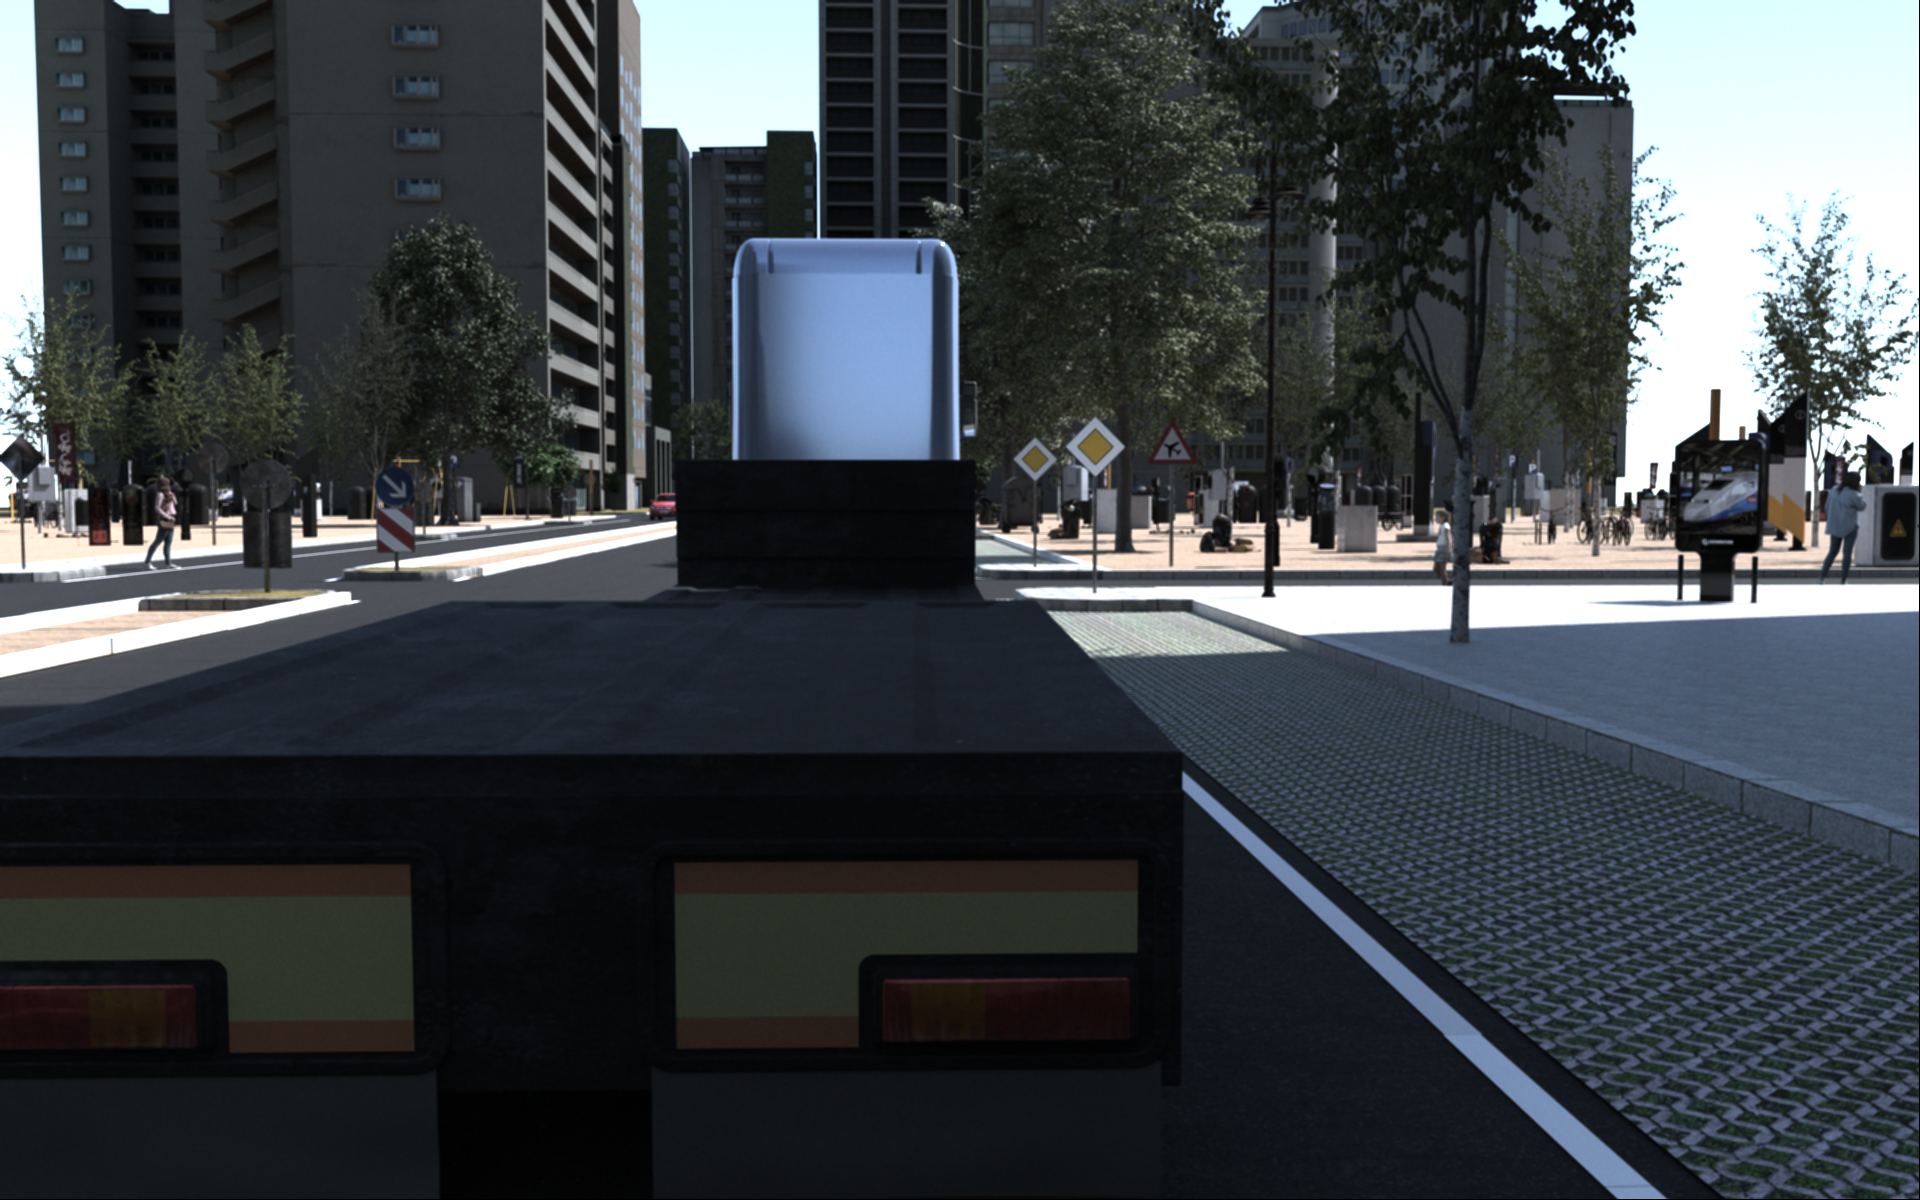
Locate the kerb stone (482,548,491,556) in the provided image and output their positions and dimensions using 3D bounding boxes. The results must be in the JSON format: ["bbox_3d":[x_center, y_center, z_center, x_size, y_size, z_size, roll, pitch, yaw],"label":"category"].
[{"bbox_3d":[-11.043,-1.086,39.966,0.120,0.150,1.000,0,4,-3],"label":"kerb stone"}]

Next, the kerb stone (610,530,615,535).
[{"bbox_3d":[-12.074,-2.277,59.427,0.120,0.150,1.000,0,4,-3],"label":"kerb stone"}]

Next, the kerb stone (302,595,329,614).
[{"bbox_3d":[-7.934,0.067,21.104,0.120,0.150,1.000,0,4,-3],"label":"kerb stone"}]

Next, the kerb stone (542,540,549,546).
[{"bbox_3d":[-11.419,-1.526,47.138,0.120,0.150,1.000,0,4,-3],"label":"kerb stone"}]

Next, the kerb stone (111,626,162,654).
[{"bbox_3d":[-7.659,0.380,15.985,0.120,0.150,1.000,0,4,-3],"label":"kerb stone"}]

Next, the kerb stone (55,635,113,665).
[{"bbox_3d":[-7.618,0.443,14.956,0.120,0.150,1.000,0,4,-3],"label":"kerb stone"}]

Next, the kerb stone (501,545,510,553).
[{"bbox_3d":[-11.150,-1.212,42.014,0.120,0.150,1.000,0,4,-3],"label":"kerb stone"}]

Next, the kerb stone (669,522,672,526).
[{"bbox_3d":[-13.006,-3.334,76.825,0.120,0.150,1.000,0,4,-3],"label":"kerb stone"}]

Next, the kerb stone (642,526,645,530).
[{"bbox_3d":[-12.513,-2.778,67.613,0.120,0.150,1.000,0,4,-3],"label":"kerb stone"}]

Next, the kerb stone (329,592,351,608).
[{"bbox_3d":[-7.994,0.006,22.124,0.120,0.150,1.000,0,4,-3],"label":"kerb stone"}]

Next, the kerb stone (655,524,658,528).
[{"bbox_3d":[-12.734,-3.021,71.698,0.120,0.150,1.000,0,4,-3],"label":"kerb stone"}]

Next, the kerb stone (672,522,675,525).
[{"bbox_3d":[-13.054,-3.404,77.846,0.120,0.150,1.000,0,4,-3],"label":"kerb stone"}]

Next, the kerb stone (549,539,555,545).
[{"bbox_3d":[-11.472,-1.588,48.167,0.120,0.150,1.000,0,4,-3],"label":"kerb stone"}]

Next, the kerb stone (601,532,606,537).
[{"bbox_3d":[-11.964,-2.152,57.382,0.120,0.150,1.000,0,4,-3],"label":"kerb stone"}]

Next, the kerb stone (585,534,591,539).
[{"bbox_3d":[-11.807,-1.965,54.319,0.120,0.150,1.000,0,4,-3],"label":"kerb stone"}]

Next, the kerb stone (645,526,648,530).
[{"bbox_3d":[-12.572,-2.839,68.634,0.120,0.150,1.000,0,4,-3],"label":"kerb stone"}]

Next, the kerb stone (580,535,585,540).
[{"bbox_3d":[-11.749,-1.901,53.291,0.120,0.150,1.000,0,4,-3],"label":"kerb stone"}]

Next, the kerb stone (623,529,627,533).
[{"bbox_3d":[-12.240,-2.465,62.495,0.120,0.150,1.000,0,4,-3],"label":"kerb stone"}]

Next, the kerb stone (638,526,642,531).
[{"bbox_3d":[-12.454,-2.711,66.593,0.120,0.150,1.000,0,4,-3],"label":"kerb stone"}]

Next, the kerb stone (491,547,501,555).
[{"bbox_3d":[-11.099,-1.148,40.990,0.120,0.150,1.000,0,4,-3],"label":"kerb stone"}]

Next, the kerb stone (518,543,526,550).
[{"bbox_3d":[-11.268,-1.333,44.071,0.120,0.150,1.000,0,4,-3],"label":"kerb stone"}]

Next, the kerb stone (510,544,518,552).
[{"bbox_3d":[-11.201,-1.275,43.048,0.120,0.150,1.000,0,4,-3],"label":"kerb stone"}]

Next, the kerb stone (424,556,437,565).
[{"bbox_3d":[-10.764,-0.774,34.855,0.120,0.150,1.000,0,4,-3],"label":"kerb stone"}]

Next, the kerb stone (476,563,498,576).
[{"bbox_3d":[-8.447,-0.531,30.870,0.120,0.150,1.000,0,4,-3],"label":"kerb stone"}]

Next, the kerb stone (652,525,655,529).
[{"bbox_3d":[-12.676,-2.963,70.677,0.120,0.150,1.000,0,4,-3],"label":"kerb stone"}]

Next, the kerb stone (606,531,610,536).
[{"bbox_3d":[-12.024,-2.212,58.407,0.120,0.150,1.000,0,4,-3],"label":"kerb stone"}]

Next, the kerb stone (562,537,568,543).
[{"bbox_3d":[-11.590,-1.714,50.211,0.120,0.150,1.000,0,4,-3],"label":"kerb stone"}]

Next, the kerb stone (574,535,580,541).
[{"bbox_3d":[-11.695,-1.839,52.266,0.120,0.150,1.000,0,4,-3],"label":"kerb stone"}]

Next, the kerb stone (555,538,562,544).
[{"bbox_3d":[-11.534,-1.651,49.191,0.120,0.150,1.000,0,4,-3],"label":"kerb stone"}]

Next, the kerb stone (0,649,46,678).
[{"bbox_3d":[-7.554,0.508,13.936,0.120,0.150,1.000,0,4,-3],"label":"kerb stone"}]

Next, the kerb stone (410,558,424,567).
[{"bbox_3d":[-10.715,-0.711,33.827,0.120,0.150,1.000,0,4,-3],"label":"kerb stone"}]

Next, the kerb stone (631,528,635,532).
[{"bbox_3d":[-12.342,-2.585,64.537,0.120,0.150,1.000,0,4,-3],"label":"kerb stone"}]

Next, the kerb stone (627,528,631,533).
[{"bbox_3d":[-12.290,-2.527,63.516,0.120,0.150,1.000,0,4,-3],"label":"kerb stone"}]

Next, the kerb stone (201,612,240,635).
[{"bbox_3d":[-7.771,0.255,18.037,0.120,0.150,1.000,0,4,-3],"label":"kerb stone"}]

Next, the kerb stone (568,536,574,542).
[{"bbox_3d":[-11.646,-1.773,51.245,0.120,0.150,1.000,0,4,-3],"label":"kerb stone"}]

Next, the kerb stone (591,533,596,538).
[{"bbox_3d":[-11.861,-2.027,55.341,0.120,0.150,1.000,0,4,-3],"label":"kerb stone"}]

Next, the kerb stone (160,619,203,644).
[{"bbox_3d":[-7.717,0.317,17.012,0.120,0.150,1.000,0,4,-3],"label":"kerb stone"}]

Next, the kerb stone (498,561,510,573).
[{"bbox_3d":[-8.504,-0.590,31.891,0.120,0.150,1.000,0,4,-3],"label":"kerb stone"}]

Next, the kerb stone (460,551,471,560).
[{"bbox_3d":[-10.934,-0.962,37.924,0.120,0.150,1.000,0,4,-3],"label":"kerb stone"}]

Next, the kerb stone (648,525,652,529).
[{"bbox_3d":[-12.614,-2.903,69.655,0.120,0.150,1.000,0,4,-3],"label":"kerb stone"}]

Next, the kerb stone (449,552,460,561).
[{"bbox_3d":[-10.877,-0.899,36.896,0.120,0.150,1.000,0,4,-3],"label":"kerb stone"}]

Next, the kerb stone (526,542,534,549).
[{"bbox_3d":[-11.313,-1.400,45.092,0.120,0.150,1.000,0,4,-3],"label":"kerb stone"}]

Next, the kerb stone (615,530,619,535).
[{"bbox_3d":[-12.130,-2.340,60.448,0.120,0.150,1.000,0,4,-3],"label":"kerb stone"}]

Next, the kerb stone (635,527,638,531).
[{"bbox_3d":[-12.400,-2.653,65.566,0.120,0.150,1.000,0,4,-3],"label":"kerb stone"}]

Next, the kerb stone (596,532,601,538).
[{"bbox_3d":[-11.920,-2.090,56.361,0.120,0.150,1.000,0,4,-3],"label":"kerb stone"}]

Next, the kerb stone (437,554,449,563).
[{"bbox_3d":[-10.823,-0.830,35.876,0.120,0.150,1.000,0,4,-3],"label":"kerb stone"}]

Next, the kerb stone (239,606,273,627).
[{"bbox_3d":[-7.825,0.192,19.057,0.120,0.150,1.000,0,4,-3],"label":"kerb stone"}]

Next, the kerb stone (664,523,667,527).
[{"bbox_3d":[-12.892,-3.216,74.772,0.120,0.150,1.000,0,4,-3],"label":"kerb stone"}]

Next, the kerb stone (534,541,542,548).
[{"bbox_3d":[-11.360,-1.463,46.118,0.120,0.150,1.000,0,4,-3],"label":"kerb stone"}]

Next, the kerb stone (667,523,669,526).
[{"bbox_3d":[-12.945,-3.279,75.800,0.120,0.150,1.000,0,4,-3],"label":"kerb stone"}]

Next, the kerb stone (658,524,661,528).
[{"bbox_3d":[-12.783,-3.085,72.727,0.120,0.150,1.000,0,4,-3],"label":"kerb stone"}]

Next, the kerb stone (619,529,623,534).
[{"bbox_3d":[-12.186,-2.400,61.471,0.120,0.150,1.000,0,4,-3],"label":"kerb stone"}]

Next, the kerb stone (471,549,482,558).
[{"bbox_3d":[-10.978,-1.022,38.945,0.120,0.150,1.000,0,4,-3],"label":"kerb stone"}]

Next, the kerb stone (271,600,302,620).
[{"bbox_3d":[-7.881,0.130,20.078,0.120,0.150,1.000,0,4,-3],"label":"kerb stone"}]

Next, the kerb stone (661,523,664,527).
[{"bbox_3d":[-12.841,-3.153,73.751,0.120,0.150,1.000,0,4,-3],"label":"kerb stone"}]
